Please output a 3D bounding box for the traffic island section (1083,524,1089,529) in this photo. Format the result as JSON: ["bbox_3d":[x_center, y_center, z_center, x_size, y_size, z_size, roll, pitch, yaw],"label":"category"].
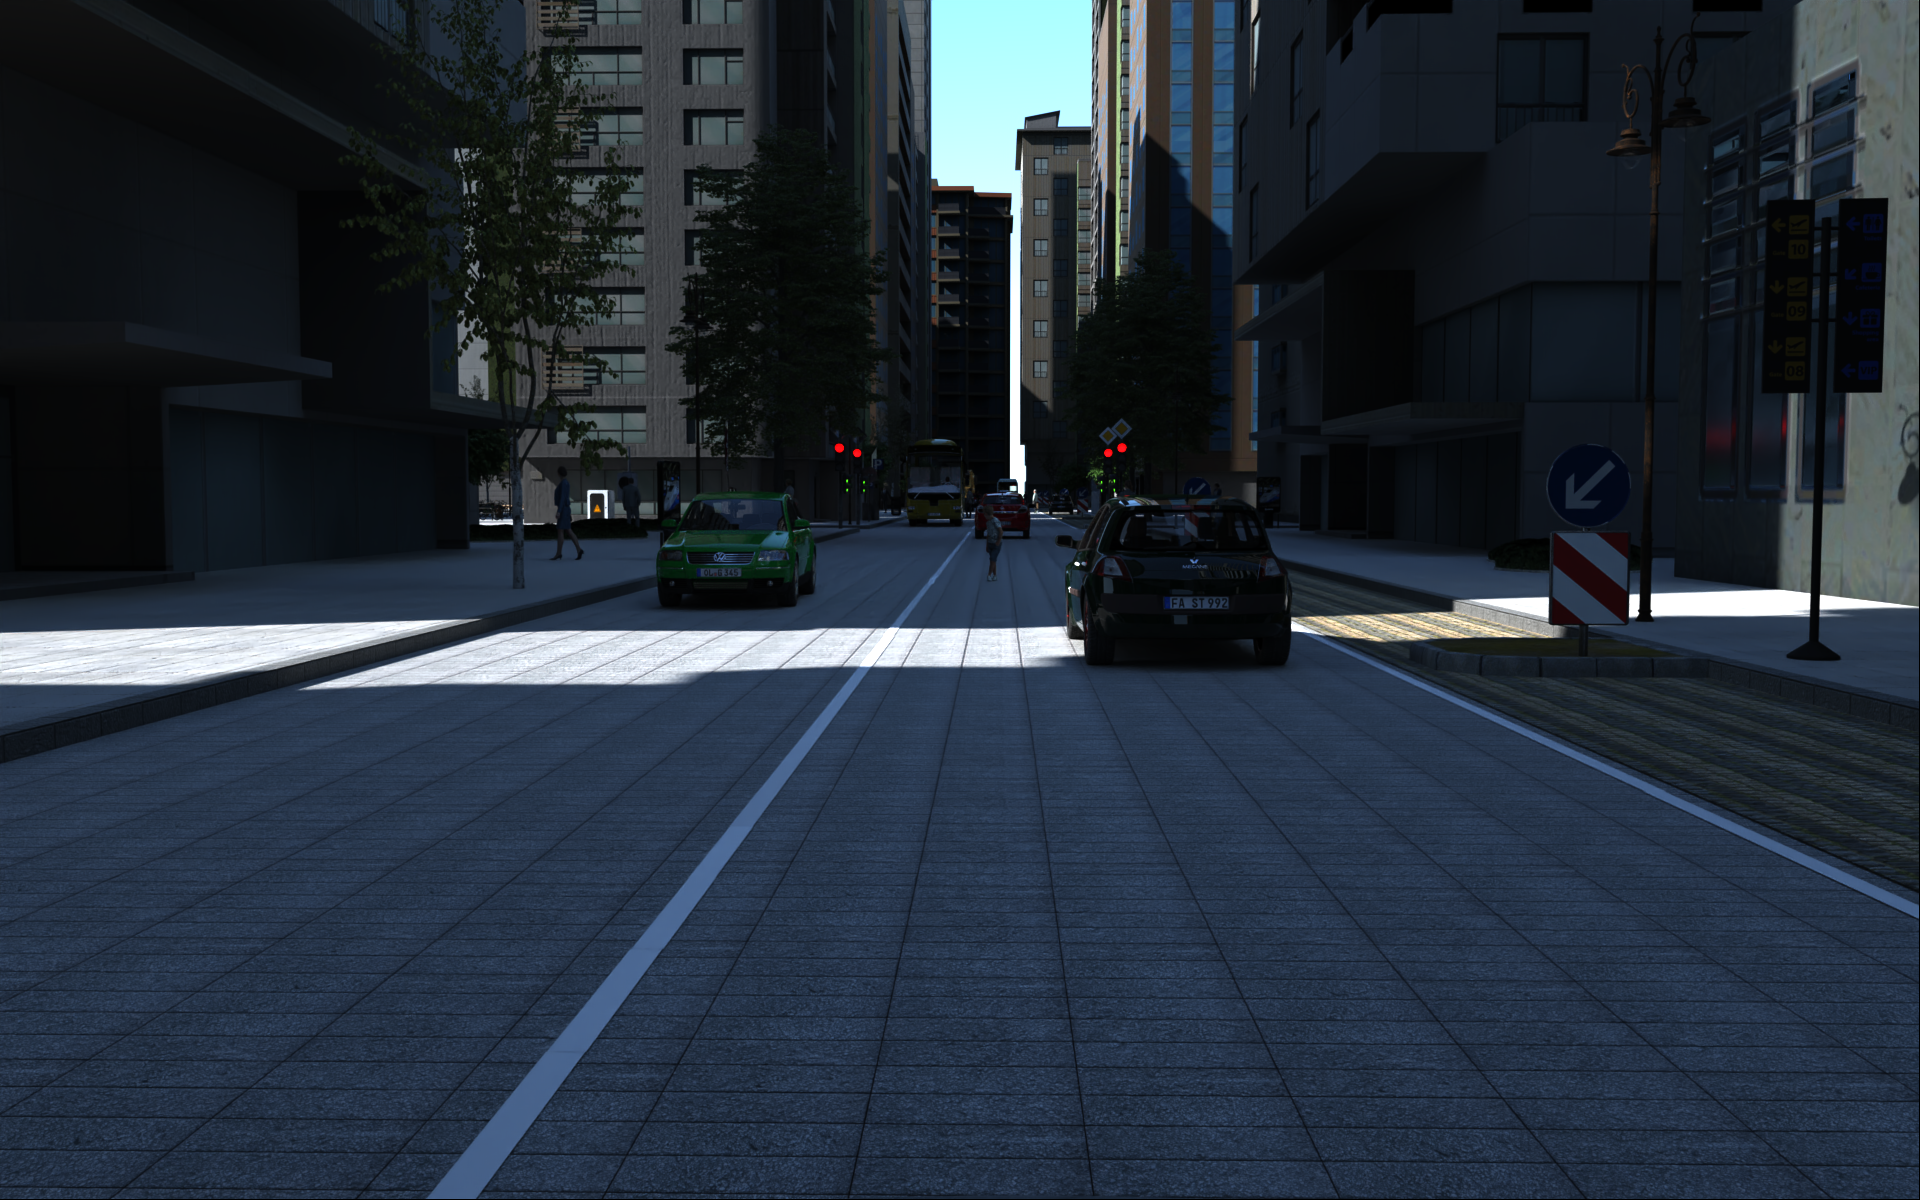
[{"bbox_3d":[6.162,-3.046,72.079,2.009,0.180,2.903,0,4,1],"label":"traffic island section"}]

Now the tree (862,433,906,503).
[{"bbox_3d":[-5.160,-6.710,93.425,4.285,4.588,4.351,0,3,0],"label":"tree"}]

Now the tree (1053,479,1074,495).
[{"bbox_3d":[10.111,-10.267,162.462,1.663,3.219,1.824,0,3,0],"label":"tree"}]

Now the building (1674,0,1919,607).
[{"bbox_3d":[21.871,-42.557,8.482,22.319,86.520,31.000,0,4,1],"label":"building"}]

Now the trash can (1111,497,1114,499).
[{"bbox_3d":[8.648,-5.141,95.701,0.748,1.137,0.748,0,3,0],"label":"trash can"}]

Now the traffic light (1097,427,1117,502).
[{"bbox_3d":[6.122,-5.079,71.966,0.839,4.253,0.868,0,4,1],"label":"traffic light"}]

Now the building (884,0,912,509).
[{"bbox_3d":[-15.619,-32.684,158.089,21.300,48.544,21.600,0,4,1],"label":"building"}]

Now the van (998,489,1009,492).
[{"bbox_3d":[4.844,-11.377,193.029,2.013,2.044,4.112,0,4,0],"label":"van"}]

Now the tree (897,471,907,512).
[{"bbox_3d":[-3.708,-7.977,125.022,1.663,3.219,1.824,0,3,0],"label":"tree"}]

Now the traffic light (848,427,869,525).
[{"bbox_3d":[-4.236,-5.093,72.186,0.839,4.253,0.868,0,4,1],"label":"traffic light"}]

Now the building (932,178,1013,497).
[{"bbox_3d":[-7.030,-35.993,243.115,28.867,44.769,22.147,0,4,1],"label":"building"}]

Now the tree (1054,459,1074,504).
[{"bbox_3d":[10.268,-10.607,157.137,4.285,4.588,4.351,0,3,0],"label":"tree"}]

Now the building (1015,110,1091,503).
[{"bbox_3d":[21.654,-40.181,246.201,27.495,52.752,28.713,0,4,1],"label":"building"}]

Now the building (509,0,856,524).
[{"bbox_3d":[-12.044,-24.243,79.963,14.154,41.232,14.086,0,4,1],"label":"building"}]

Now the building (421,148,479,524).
[{"bbox_3d":[-28.595,-37.597,52.971,20.611,71.187,20.563,0,4,1],"label":"building"}]

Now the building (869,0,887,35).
[{"bbox_3d":[-12.989,-29.654,134.946,14.600,45.320,14.200,0,4,1],"label":"building"}]

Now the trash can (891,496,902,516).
[{"bbox_3d":[-3.813,-5.615,103.459,0.748,1.137,0.748,0,3,0],"label":"trash can"}]

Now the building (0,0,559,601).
[{"bbox_3d":[-22.846,-26.678,25.421,28.713,52.752,27.495,0,4,1],"label":"building"}]

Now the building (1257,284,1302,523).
[{"bbox_3d":[25.440,-28.019,81.807,21.600,48.544,21.300,0,4,1],"label":"building"}]

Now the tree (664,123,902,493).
[{"bbox_3d":[-5.311,-8.277,53.456,7.486,12.596,7.792,0,3,0],"label":"tree"}]

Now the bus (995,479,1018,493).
[{"bbox_3d":[5.838,-13.469,215.076,2.948,3.499,13.247,0,4,1],"label":"bus"}]

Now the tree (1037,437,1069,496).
[{"bbox_3d":[11.641,-16.340,217.514,4.360,8.622,3.978,0,3,0],"label":"tree"}]

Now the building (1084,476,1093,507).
[{"bbox_3d":[28.883,-29.474,173.774,32.217,40.220,23.993,0,4,1],"label":"building"}]

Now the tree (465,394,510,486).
[{"bbox_3d":[-16.328,-4.483,57.016,4.285,4.588,4.351,0,3,0],"label":"tree"}]

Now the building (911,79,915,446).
[{"bbox_3d":[-11.835,-32.167,176.037,14.600,45.320,14.200,0,4,1],"label":"building"}]

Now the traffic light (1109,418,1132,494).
[{"bbox_3d":[5.940,-4.591,63.983,0.839,4.253,0.868,0,4,1],"label":"traffic light"}]

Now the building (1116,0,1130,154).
[{"bbox_3d":[19.258,-27.748,137.271,14.154,41.232,14.086,0,4,1],"label":"building"}]

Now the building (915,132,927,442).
[{"bbox_3d":[-10.887,-30.989,190.261,14.154,41.232,14.086,0,4,1],"label":"building"}]

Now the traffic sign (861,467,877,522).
[{"bbox_3d":[-4.217,-4.897,80.179,0.768,2.556,0.104,0,4,6],"label":"traffic sign"}]

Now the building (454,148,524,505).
[{"bbox_3d":[-52.679,-40.928,211.179,28.212,58.520,21.231,0,4,1],"label":"building"}]

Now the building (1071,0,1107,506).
[{"bbox_3d":[23.302,-46.298,195.222,20.563,71.187,20.611,0,4,1],"label":"building"}]

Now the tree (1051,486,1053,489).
[{"bbox_3d":[12.138,-13.252,211.275,1.663,3.219,1.824,0,3,0],"label":"tree"}]

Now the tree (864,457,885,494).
[{"bbox_3d":[-4.609,-5.798,89.390,1.663,3.219,1.824,0,3,0],"label":"tree"}]

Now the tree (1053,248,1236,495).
[{"bbox_3d":[8.973,-9.893,79.872,7.486,12.596,7.792,0,3,0],"label":"tree"}]

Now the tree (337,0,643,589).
[{"bbox_3d":[-5.993,-4.446,23.048,4.737,8.622,4.395,0,3,0],"label":"tree"}]

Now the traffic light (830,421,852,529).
[{"bbox_3d":[-4.419,-4.604,64.203,0.839,4.253,0.868,0,4,1],"label":"traffic light"}]

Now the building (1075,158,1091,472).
[{"bbox_3d":[21.214,-32.410,213.504,14.154,41.232,14.086,0,4,1],"label":"building"}]

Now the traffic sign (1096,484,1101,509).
[{"bbox_3d":[8.746,-6.612,108.210,0.768,2.556,0.104,0,4,6],"label":"traffic sign"}]

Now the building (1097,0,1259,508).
[{"bbox_3d":[19.613,-30.866,154.764,14.600,45.320,14.200,0,4,1],"label":"building"}]

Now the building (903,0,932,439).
[{"bbox_3d":[-14.066,-47.229,210.438,20.611,71.187,20.563,0,4,1],"label":"building"}]

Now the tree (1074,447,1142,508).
[{"bbox_3d":[9.255,-7.357,104.002,4.285,4.588,4.351,0,3,0],"label":"tree"}]

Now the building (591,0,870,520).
[{"bbox_3d":[-12.786,-25.592,102.030,14.154,41.232,14.086,0,4,1],"label":"building"}]

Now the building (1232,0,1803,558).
[{"bbox_3d":[22.678,-27.978,46.682,28.713,52.752,27.495,0,4,1],"label":"building"}]

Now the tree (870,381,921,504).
[{"bbox_3d":[-4.461,-9.944,112.951,4.360,8.622,3.978,0,3,0],"label":"tree"}]
